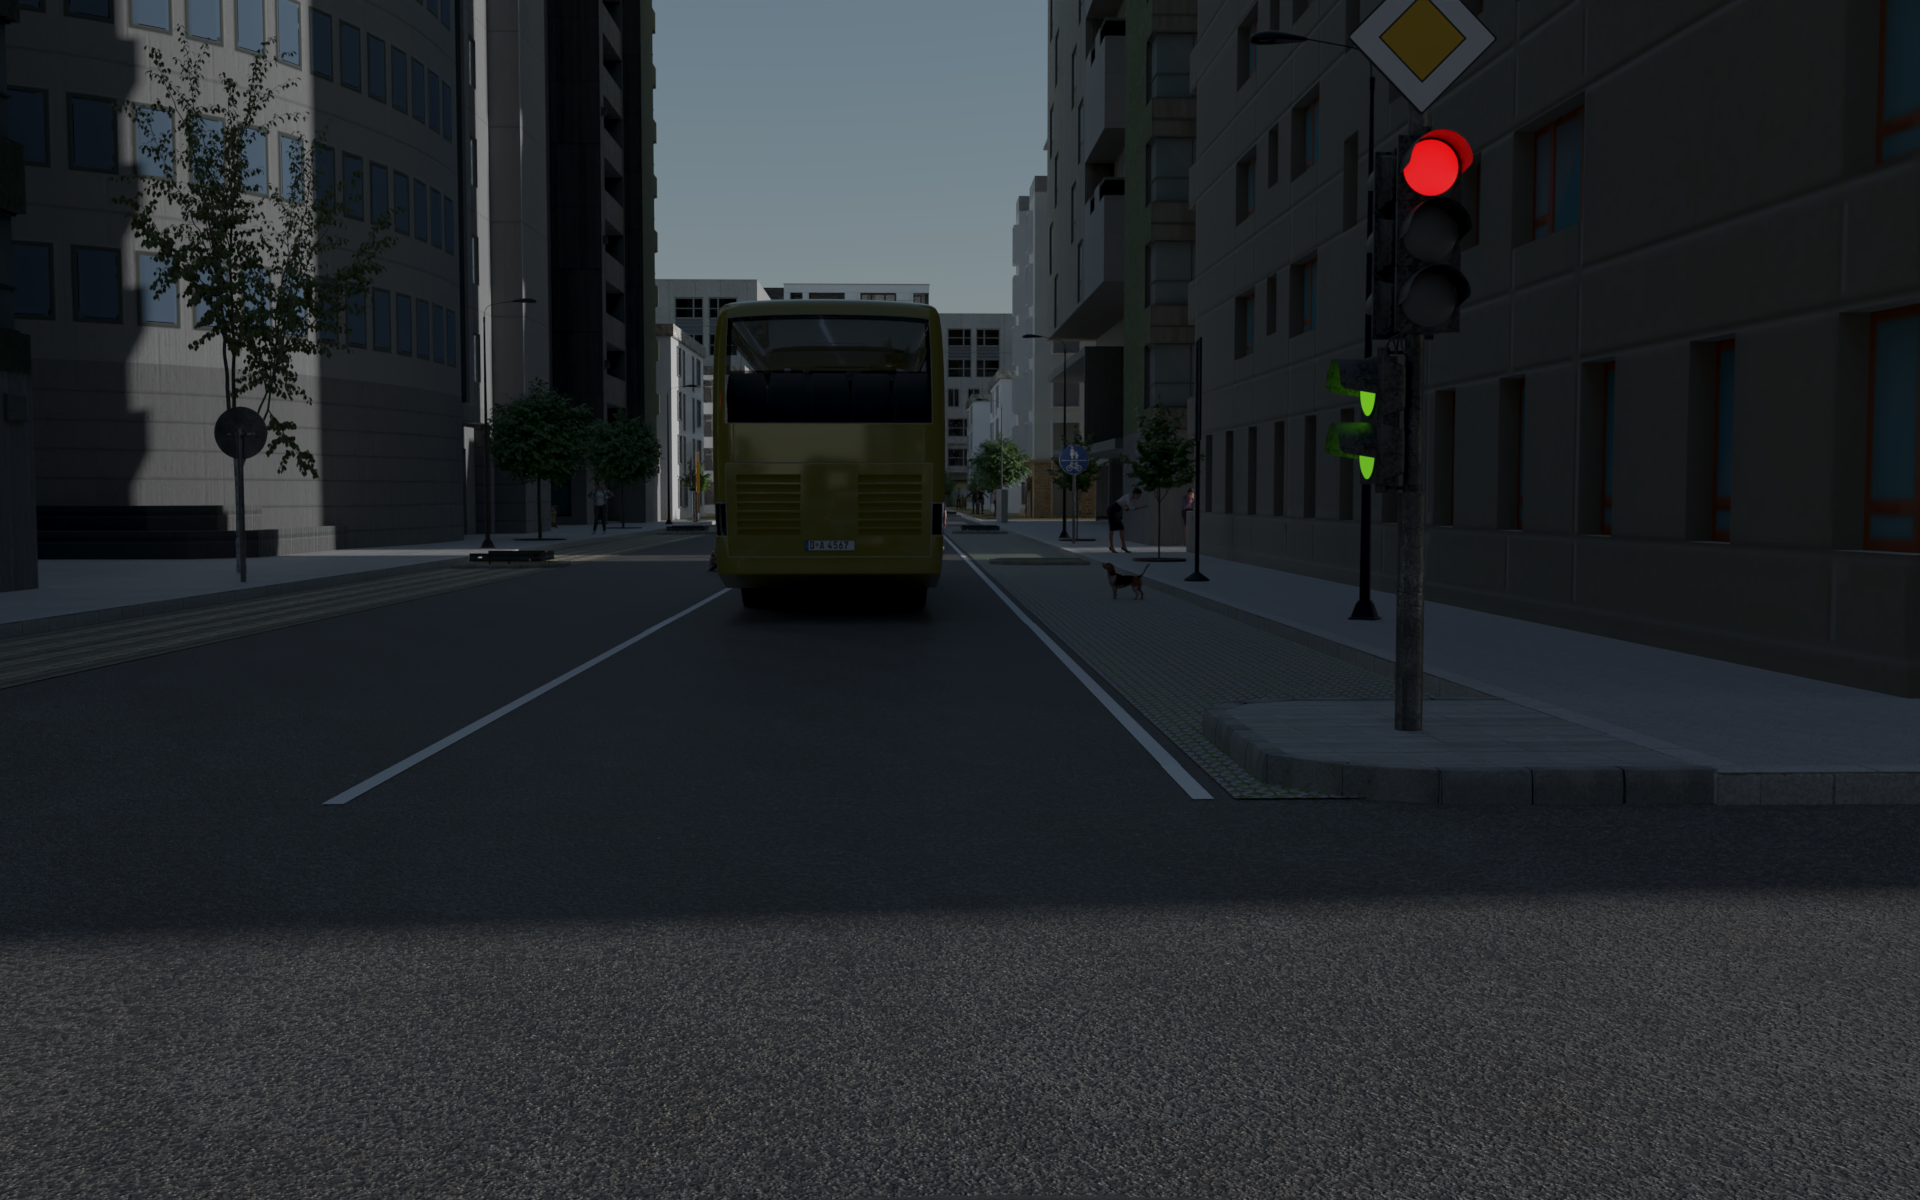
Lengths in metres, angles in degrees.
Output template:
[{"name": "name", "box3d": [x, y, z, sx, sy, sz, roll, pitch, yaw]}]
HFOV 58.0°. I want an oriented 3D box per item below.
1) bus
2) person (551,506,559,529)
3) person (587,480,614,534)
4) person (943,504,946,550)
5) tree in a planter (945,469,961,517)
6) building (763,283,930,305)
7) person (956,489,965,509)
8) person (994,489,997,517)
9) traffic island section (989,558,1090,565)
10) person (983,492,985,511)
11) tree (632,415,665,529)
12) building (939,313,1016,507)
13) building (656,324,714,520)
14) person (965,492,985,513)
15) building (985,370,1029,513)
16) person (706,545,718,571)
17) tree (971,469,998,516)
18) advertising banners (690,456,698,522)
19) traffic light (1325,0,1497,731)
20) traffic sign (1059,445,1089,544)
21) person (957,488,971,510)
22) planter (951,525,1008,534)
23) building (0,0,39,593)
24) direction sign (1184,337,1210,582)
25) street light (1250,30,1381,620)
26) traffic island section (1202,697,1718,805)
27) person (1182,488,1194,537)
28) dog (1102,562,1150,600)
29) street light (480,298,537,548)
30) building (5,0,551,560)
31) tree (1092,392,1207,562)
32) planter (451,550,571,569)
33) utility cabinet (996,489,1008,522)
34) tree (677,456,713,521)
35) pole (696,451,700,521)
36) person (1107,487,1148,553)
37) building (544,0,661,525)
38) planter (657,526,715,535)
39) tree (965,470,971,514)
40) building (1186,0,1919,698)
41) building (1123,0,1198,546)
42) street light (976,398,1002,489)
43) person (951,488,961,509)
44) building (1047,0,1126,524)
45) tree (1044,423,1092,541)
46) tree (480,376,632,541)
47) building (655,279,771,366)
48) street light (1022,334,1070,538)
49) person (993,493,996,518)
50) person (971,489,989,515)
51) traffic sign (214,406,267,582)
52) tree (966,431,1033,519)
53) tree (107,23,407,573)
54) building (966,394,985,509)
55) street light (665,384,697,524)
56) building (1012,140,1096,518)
[{"name": "bus", "box3d": [-1.762, -2.038, 24.863, 2.896, 3.916, 12.252, 0, 4, -3]}, {"name": "person", "box3d": [-15.200, -3.066, 64.091, 0.695, 0.859, 0.347, -1, 4, -14]}, {"name": "person", "box3d": [-11.510, -2.977, 55.439, 0.841, 1.734, 0.376, 0, 4, -5]}, {"name": "person", "box3d": [-0.573, -1.777, 39.755, 0.569, 1.553, 0.471, -1, 4, -9]}, {"name": "tree in a planter", "box3d": [-0.941, -6.974, 111.253, 1.991, 3.239, 1.994, 0, 4, -2]}, {"name": "building", "box3d": [-19.711, -20.672, 181.960, 32.646, 21.610, 27.936, 0, 4, -2]}, {"name": "person", "box3d": [0.288, -8.465, 145.163, 1.217, 1.735, 0.721, 0, 4, -2]}, {"name": "person", "box3d": [2.066, -5.578, 97.252, 0.705, 1.823, 1.348, 0, 4, -2]}, {"name": "traffic island section", "box3d": [1.598, -0.778, 35.585, 1.991, 0.108, 1.994, 0, 4, -2]}, {"name": "person", "box3d": [1.588, -7.430, 128.315, 0.721, 1.735, 1.217, 0, 4, 7]}, {"name": "tree", "box3d": [-12.644, -4.962, 64.839, 4.285, 4.588, 4.351, 0, 3, 0]}, {"name": "building", "box3d": [12.593, -19.071, 178.263, 31.486, 18.905, 16.747, 0, 4, -2]}, {"name": "building", "box3d": [-19.103, -9.611, 99.283, 9.099, 9.664, 28.070, 0, 4, -2]}, {"name": "person", "box3d": [0.989, -6.634, 114.538, 1.348, 1.821, 0.705, -1, 4, -8]}, {"name": "building", "box3d": [7.127, -10.705, 117.170, 9.099, 9.664, 28.070, 0, 4, -2]}, {"name": "person", "box3d": [-4.487, -0.799, 32.045, 0.357, 0.543, 0.381, 2, 4, 29]}, {"name": "tree", "box3d": [1.703, -6.642, 103.196, 1.663, 3.219, 1.824, 0, 3, 0]}, {"name": "advertising banners", "box3d": [-12.212, -5.085, 79.334, 0.090, 3.025, 2.074, -1, 4, -16]}, {"name": "traffic light", "box3d": [2.424, -1.248, 9.320, 0.839, 4.253, 0.868, 0, 4, -2]}, {"name": "traffic sign", "box3d": [2.951, -2.736, 44.846, 0.768, 2.556, 0.104, 0, 4, 4]}, {"name": "person", "box3d": [0.328, -7.897, 135.893, 1.217, 1.736, 0.721, 1, 4, 20]}, {"name": "planter", "box3d": [0.693, -2.530, 62.507, 1.991, 0.319, 1.994, 0, 4, -2]}, {"name": "building", "box3d": [-19.305, -14.913, 15.524, 14.160, 30.474, 14.107, 0, 4, -2]}, {"name": "direction sign", "box3d": [3.498, -2.047, 25.469, 0.379, 3.537, 0.876, 0, 4, 4]}, {"name": "street light", "box3d": [3.605, -2.753, 17.556, 1.470, 5.913, 1.316, 0, 4, -2]}, {"name": "traffic island section", "box3d": [2.464, 0.786, 9.436, 2.009, 0.180, 2.903, 0, 4, -2]}, {"name": "person", "box3d": [5.537, -1.978, 41.622, 0.421, 1.427, 0.697, 0, 4, 5]}, {"name": "dog", "box3d": [2.236, -0.251, 23.395, 0.540, 0.507, 0.406, -1, 4, -20]}, {"name": "street light", "box3d": [-10.719, -4.196, 41.142, 1.470, 5.913, 1.316, 0, 4, -2]}, {"name": "building", "box3d": [-24.173, -30.697, 43.895, 21.231, 58.520, 28.212, 0, 4, -2]}, {"name": "tree", "box3d": [3.690, -2.346, 32.960, 1.663, 3.219, 1.824, 0, 3, 0]}, {"name": "planter", "box3d": [-8.738, -0.787, 34.008, 1.991, 0.319, 1.994, 0, 4, -2]}, {"name": "utility cabinet", "box3d": [1.907, -4.254, 78.223, 0.318, 1.500, 1.173, -1, 4, -10]}, {"name": "tree", "box3d": [-12.670, -5.458, 83.844, 1.663, 3.219, 1.824, 0, 3, 0]}, {"name": "pole", "box3d": [-12.424, -5.397, 82.088, 0.158, 3.312, 0.155, 0, 3, 0]}, {"name": "person", "box3d": [3.612, -1.746, 37.771, 0.799, 1.438, 0.628, -1, 4, -21]}, {"name": "building", "box3d": [-20.949, -18.488, 73.980, 14.160, 30.474, 14.107, 0, 4, -2]}, {"name": "planter", "box3d": [-9.656, -2.477, 61.642, 1.991, 0.319, 1.994, 0, 4, -2]}, {"name": "tree", "box3d": [1.207, -7.142, 111.375, 1.663, 3.219, 1.824, 0, 3, 0]}, {"name": "building", "box3d": [19.923, -10.975, 24.483, 28.899, 21.520, 27.650, 0, 4, -2]}, {"name": "building", "box3d": [11.491, -22.344, 48.922, 14.154, 41.232, 14.086, 0, 4, -2]}, {"name": "street light", "box3d": [1.465, -6.807, 83.840, 1.470, 5.913, 1.316, 0, 4, -2]}, {"name": "person", "box3d": [-0.114, -8.738, 148.894, 1.348, 1.826, 0.705, 0, 4, 1]}, {"name": "building", "box3d": [17.998, -29.402, 69.961, 28.713, 52.752, 27.495, 0, 4, -2]}, {"name": "tree", "box3d": [3.189, -3.240, 47.569, 1.663, 3.219, 1.824, 0, 3, 0]}, {"name": "tree", "box3d": [-11.637, -3.945, 48.222, 4.285, 4.588, 4.351, 0, 3, 0]}, {"name": "building", "box3d": [-32.677, -17.384, 150.682, 31.486, 18.905, 16.747, 0, 4, -2]}, {"name": "street light", "box3d": [2.510, -4.763, 50.420, 1.470, 5.913, 1.316, 0, 4, -2]}, {"name": "person", "box3d": [1.968, -5.106, 92.718, 0.628, 1.438, 0.799, -2, 4, -28]}, {"name": "person", "box3d": [1.255, -6.227, 108.370, 1.217, 1.766, 0.721, -1, 4, -14]}, {"name": "traffic sign", "box3d": [-10.459, -1.535, 25.200, 0.768, 2.556, 0.104, 0, 4, -1]}, {"name": "tree", "box3d": [1.970, -6.435, 88.921, 4.285, 4.588, 4.351, 0, 3, 0]}, {"name": "tree", "box3d": [-11.509, -4.750, 28.027, 4.737, 8.622, 4.395, 0, 3, 0]}, {"name": "building", "box3d": [5.518, -12.447, 145.663, 9.099, 9.664, 28.070, 0, 4, -2]}, {"name": "street light", "box3d": [-11.835, -6.174, 73.488, 1.470, 5.913, 1.316, 0, 4, -2]}, {"name": "building", "box3d": [11.059, -14.723, 97.133, 16.016, 20.091, 11.380, 0, 4, -2]}]
